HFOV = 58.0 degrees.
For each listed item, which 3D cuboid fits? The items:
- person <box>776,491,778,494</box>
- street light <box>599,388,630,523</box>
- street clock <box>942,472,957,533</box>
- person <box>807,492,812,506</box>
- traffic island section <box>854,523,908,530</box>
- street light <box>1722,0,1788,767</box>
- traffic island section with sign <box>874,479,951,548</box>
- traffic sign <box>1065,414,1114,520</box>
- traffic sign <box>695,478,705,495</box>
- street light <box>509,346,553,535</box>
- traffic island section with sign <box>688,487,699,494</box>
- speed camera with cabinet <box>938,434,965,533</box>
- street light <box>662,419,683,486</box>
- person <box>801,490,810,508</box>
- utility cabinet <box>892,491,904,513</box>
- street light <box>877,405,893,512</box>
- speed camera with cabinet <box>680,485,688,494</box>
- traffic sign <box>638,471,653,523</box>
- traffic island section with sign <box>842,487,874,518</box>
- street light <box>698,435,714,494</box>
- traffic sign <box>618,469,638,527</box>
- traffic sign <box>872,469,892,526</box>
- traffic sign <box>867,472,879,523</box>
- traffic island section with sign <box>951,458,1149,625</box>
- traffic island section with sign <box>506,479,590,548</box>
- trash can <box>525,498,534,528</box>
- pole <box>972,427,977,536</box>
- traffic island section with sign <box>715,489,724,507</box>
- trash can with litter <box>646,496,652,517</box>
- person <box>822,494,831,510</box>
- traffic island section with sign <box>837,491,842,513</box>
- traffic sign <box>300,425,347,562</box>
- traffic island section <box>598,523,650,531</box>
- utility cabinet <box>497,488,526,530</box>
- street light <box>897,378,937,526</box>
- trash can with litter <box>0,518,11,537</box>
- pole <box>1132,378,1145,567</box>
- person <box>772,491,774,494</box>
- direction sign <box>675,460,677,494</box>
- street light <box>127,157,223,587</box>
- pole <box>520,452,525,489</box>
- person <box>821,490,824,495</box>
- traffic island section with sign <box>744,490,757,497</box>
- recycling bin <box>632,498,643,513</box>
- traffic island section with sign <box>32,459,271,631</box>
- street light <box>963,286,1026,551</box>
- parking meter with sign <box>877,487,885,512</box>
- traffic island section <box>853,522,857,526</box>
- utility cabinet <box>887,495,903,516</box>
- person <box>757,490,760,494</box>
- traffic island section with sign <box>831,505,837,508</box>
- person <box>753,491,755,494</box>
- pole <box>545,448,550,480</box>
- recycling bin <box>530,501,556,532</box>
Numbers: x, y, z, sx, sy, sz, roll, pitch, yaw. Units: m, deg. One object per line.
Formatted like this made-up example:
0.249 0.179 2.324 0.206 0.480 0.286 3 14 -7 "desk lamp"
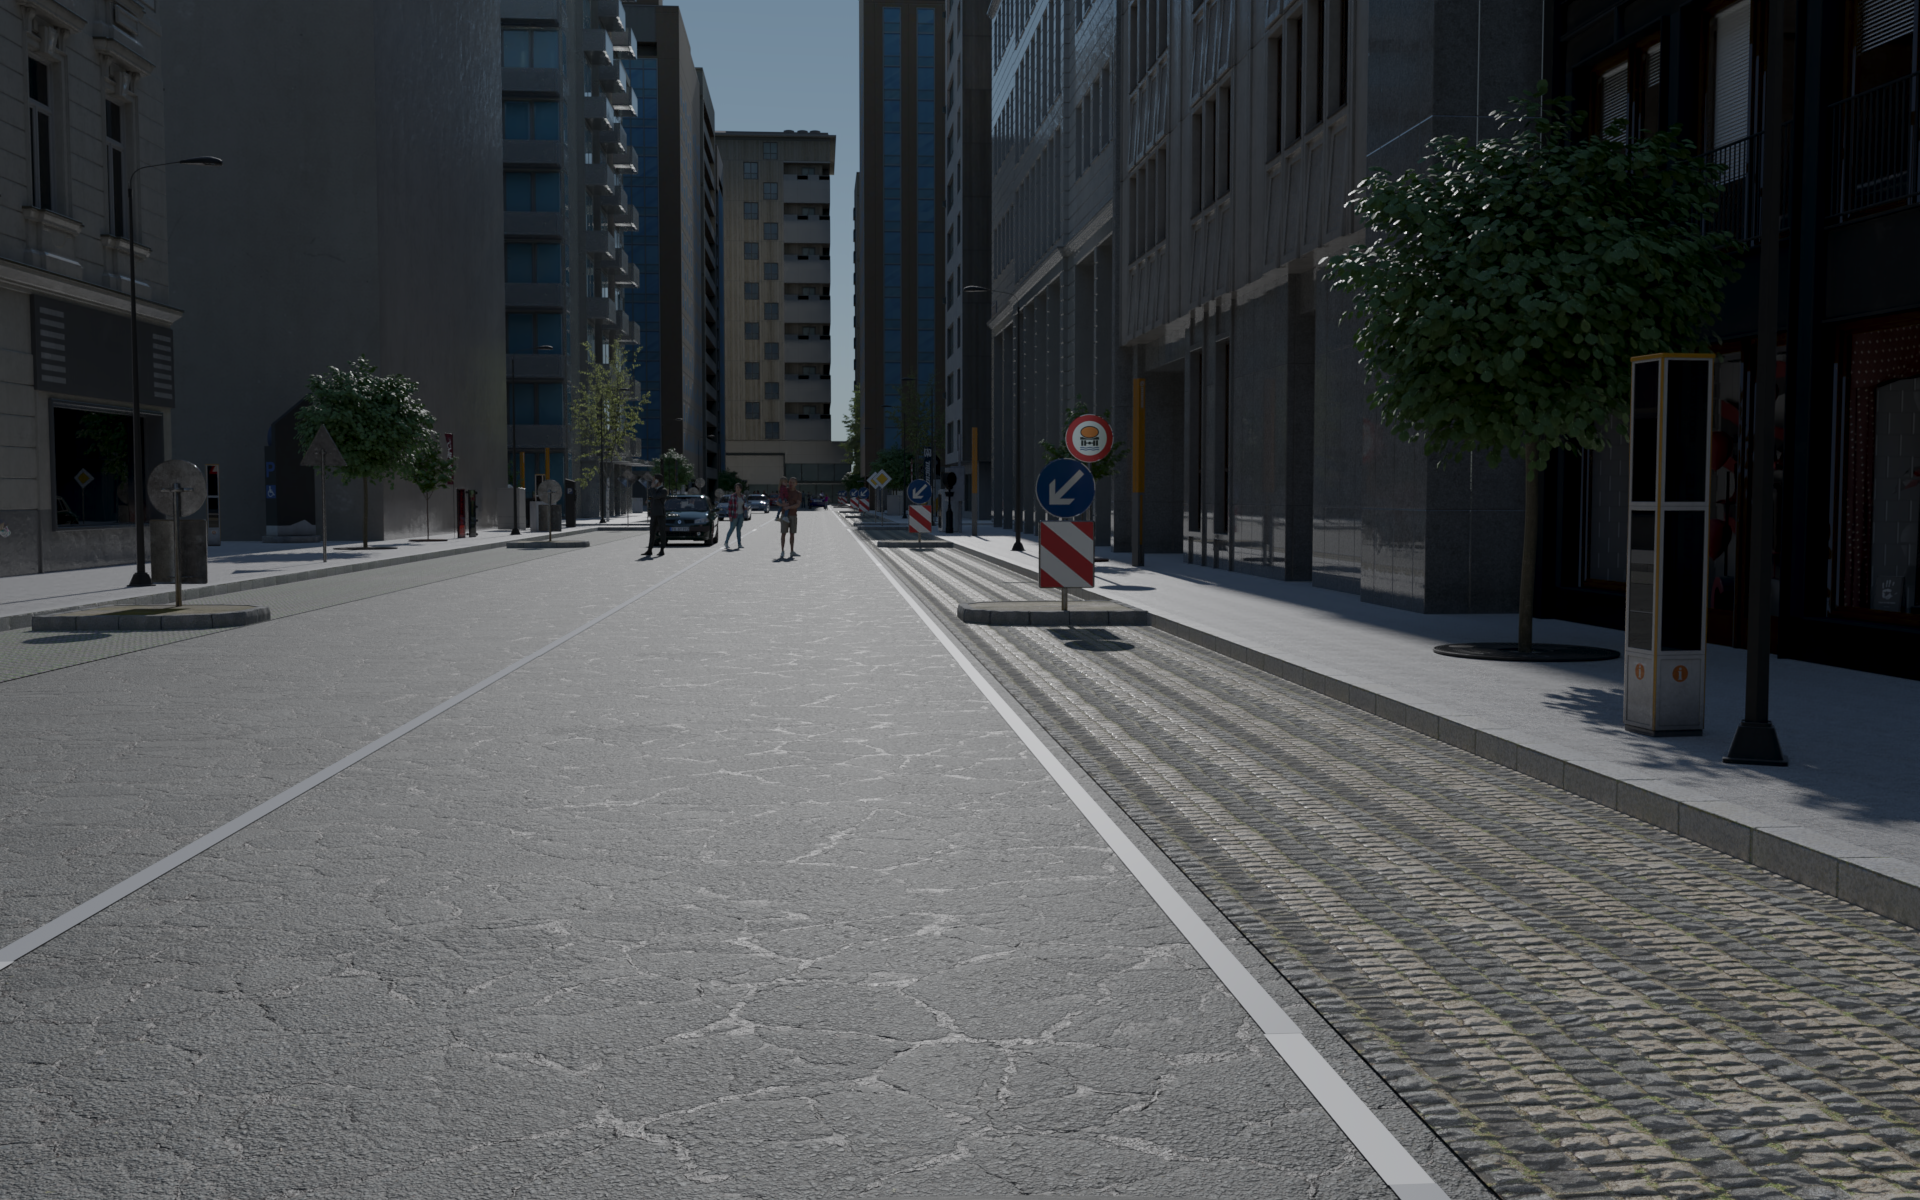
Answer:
-21.422 -11.858 202.388 0.705 1.822 1.348 1 4 15 "person"
-15.187 -6.334 76.097 1.470 5.913 1.316 0 4 -5 "street light"
-0.341 -3.171 56.412 0.358 2.002 0.471 3 5 41 "street clock"
-18.109 -12.217 209.043 0.742 1.727 0.445 2 4 24 "person"
-3.090 -2.877 69.315 2.009 0.180 2.903 0 4 -5 "traffic island section"
3.280 -2.175 8.100 1.470 5.913 1.316 0 4 -5 "street light"
-1.237 -2.333 46.770 1.989 1.847 2.006 0 4 -5 "traffic island section with sign"
2.063 -1.686 27.669 0.768 2.556 0.104 0 4 1 "traffic sign"
-20.351 -8.289 135.629 0.768 2.556 0.104 0 4 -2 "traffic sign"
-13.442 -5.003 54.348 1.470 5.913 1.316 0 4 -5 "street light"
-15.501 -5.650 101.001 1.989 1.847 2.006 0 4 -5 "traffic island section with sign"
-0.306 -3.893 57.984 0.660 3.252 2.038 -1 4 -10 "speed camera with cabinet"
-17.746 -8.206 106.714 1.470 5.913 1.316 0 4 -5 "street light"
-16.255 -10.466 179.704 1.350 1.814 0.705 0 4 -4 "person"
-4.185 -6.749 119.020 0.318 1.500 1.173 -3 5 -42 "utility cabinet"
-3.427 -7.209 90.404 1.470 5.913 1.316 0 4 -5 "street light"
-21.328 -8.515 133.563 0.660 3.252 2.038 1 4 16 "speed camera with cabinet"
-13.780 -4.450 76.394 0.795 2.450 0.064 0 4 -5 "traffic sign"
-5.797 -5.726 102.245 1.989 1.847 2.006 0 4 -5 "traffic island section with sign"
-20.133 -10.066 137.123 1.470 5.913 1.316 0 4 -5 "street light"
-13.126 -3.963 68.436 0.795 2.450 0.064 0 4 -5 "traffic sign"
-3.113 -4.012 69.236 0.795 2.450 0.064 0 4 -5 "traffic sign"
-3.768 -4.499 77.194 0.795 2.450 0.064 0 4 -5 "traffic sign"
0.991 -0.679 19.733 1.989 1.847 2.006 0 4 -5 "traffic island section with sign"
-11.012 -2.315 46.485 1.989 1.847 2.006 0 4 -5 "traffic island section with sign"
-16.546 -3.315 65.855 0.748 1.137 0.748 0 3 0 "trash can"
0.447 -3.622 53.057 0.158 3.312 0.155 0 3 0 "pole"
-17.705 -7.293 127.866 1.989 1.847 2.006 0 4 -5 "traffic island section with sign"
-17.174 -5.197 96.350 0.624 1.170 1.055 -1 4 -9 "trash can with litter"
-11.924 -8.705 154.050 0.991 1.433 0.599 -3 4 -36 "person"
-8.022 -7.382 129.323 1.989 1.847 2.006 0 4 -5 "traffic island section with sign"
-11.938 -1.987 32.486 0.884 2.594 0.081 0 4 2 "traffic sign"
-13.148 -2.827 68.495 2.009 0.180 2.903 0 4 -5 "traffic island section"
-15.871 -3.219 61.316 1.173 1.500 0.318 3 4 36 "utility cabinet"
-1.655 -5.918 69.305 1.470 5.913 1.316 0 4 -5 "street light"
-11.055 -0.495 19.484 0.624 1.170 1.055 -2 4 -26 "trash can with litter"
3.161 -2.250 30.626 0.158 3.312 0.155 0 3 0 "pole"
-24.632 -13.399 227.563 0.705 1.826 1.348 0 4 -4 "person"
-18.807 -7.511 114.794 0.379 3.537 0.876 0 4 0 "direction sign"
-10.850 -3.145 23.956 1.470 5.913 1.316 0 4 -5 "street light"
-21.221 -5.516 84.023 0.158 3.312 0.155 0 3 0 "pole"
-15.005 -10.917 186.869 0.599 1.838 0.709 0 4 -2 "person"
-21.833 -10.359 178.004 1.989 1.847 2.006 0 4 -5 "traffic island section with sign"
-21.683 -6.311 115.732 0.722 1.027 0.722 -3 5 -44 "recycling bin"
-8.763 -0.637 19.038 1.989 1.847 2.006 0 4 -5 "traffic island section with sign"
0.773 -4.059 38.901 1.470 5.913 1.316 0 4 -5 "street light"
-5.711 -7.784 123.529 0.543 3.016 1.738 -1 4 -15 "parking meter with sign"
-3.745 -3.363 77.273 2.009 0.180 2.903 0 4 -5 "traffic island section"
-3.876 -5.620 103.049 1.020 1.237 0.306 3 5 40 "utility cabinet"
-20.358 -10.144 174.294 0.705 1.831 1.348 2 4 24 "person"
-12.110 -10.421 179.017 1.989 1.847 2.006 0 4 -5 "traffic island section with sign"
-19.082 -9.309 161.410 0.721 1.735 1.217 2 4 27 "person"
-18.190 -5.049 76.390 0.158 3.312 0.155 0 3 0 "pole"
-14.299 -2.867 59.428 0.722 1.027 0.722 -2 4 -32 "recycling bin"
